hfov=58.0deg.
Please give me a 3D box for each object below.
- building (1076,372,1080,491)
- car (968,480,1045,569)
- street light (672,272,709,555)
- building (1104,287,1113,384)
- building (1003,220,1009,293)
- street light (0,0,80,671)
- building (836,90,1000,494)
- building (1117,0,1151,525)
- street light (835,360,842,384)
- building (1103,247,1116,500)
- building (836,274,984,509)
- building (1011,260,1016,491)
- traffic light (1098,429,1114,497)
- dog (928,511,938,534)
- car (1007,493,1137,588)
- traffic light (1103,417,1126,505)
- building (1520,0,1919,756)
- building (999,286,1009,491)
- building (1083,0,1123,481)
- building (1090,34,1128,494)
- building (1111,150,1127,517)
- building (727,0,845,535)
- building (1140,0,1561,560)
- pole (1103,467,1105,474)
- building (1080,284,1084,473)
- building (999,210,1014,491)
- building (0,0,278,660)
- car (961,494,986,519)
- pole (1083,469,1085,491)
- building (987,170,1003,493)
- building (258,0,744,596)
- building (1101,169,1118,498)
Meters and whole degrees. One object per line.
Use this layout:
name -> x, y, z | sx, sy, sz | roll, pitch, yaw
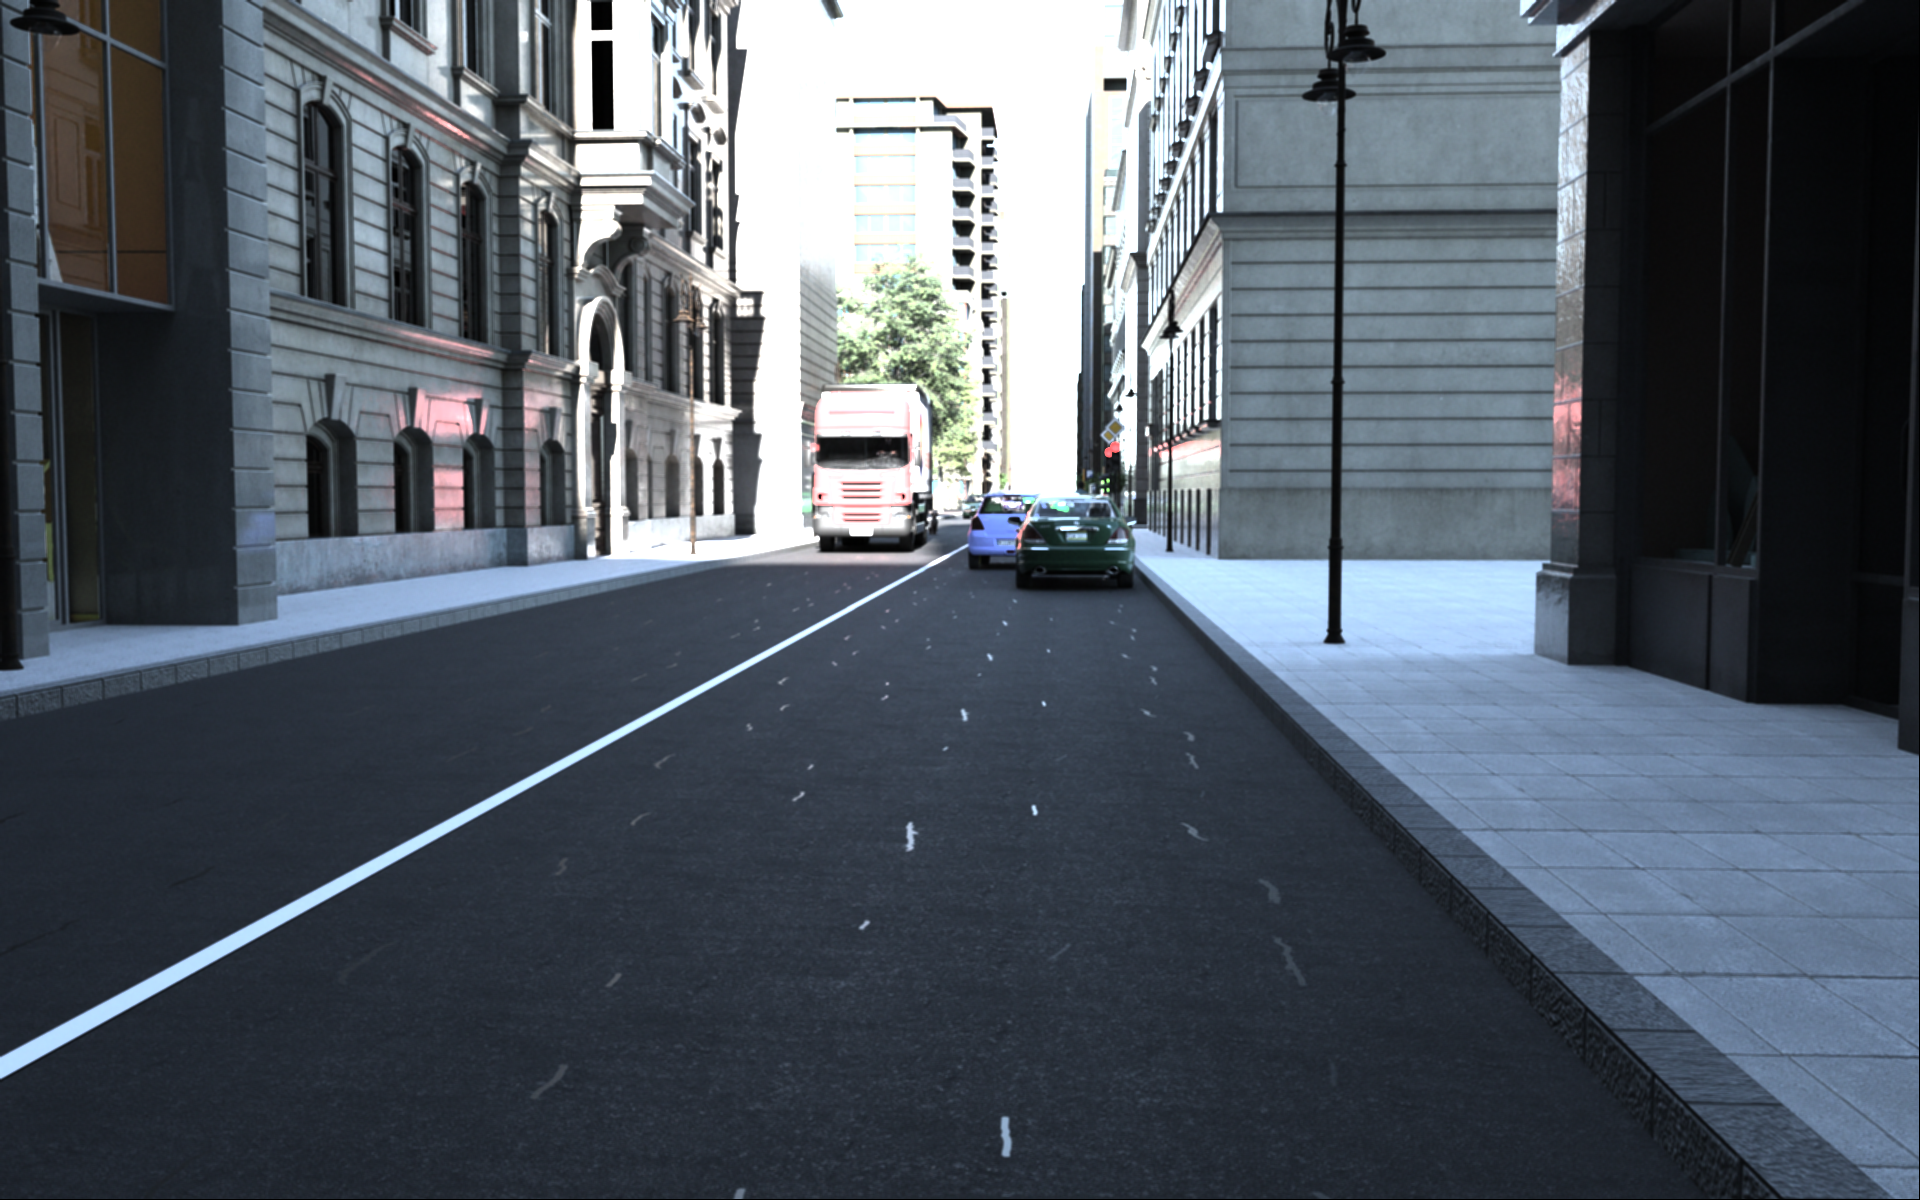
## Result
building -> 31.340, -25.346, 259.445 | 27.650, 21.520, 28.899 | 0, 4, 3
car -> 1.120, -1.517, 34.400 | 1.945, 1.707, 3.694 | 0, 4, 5
street light -> -5.607, -3.881, 36.235 | 0.468, 5.910, 1.993 | 0, 4, 3
building -> 17.237, -18.265, 134.791 | 11.583, 22.565, 21.152 | 0, 4, 3
building -> -0.210, -34.742, 251.618 | 14.154, 41.232, 14.086 | 0, 4, 3
street light -> -6.956, -2.429, 12.498 | 0.468, 5.910, 1.993 | 0, 4, 3
building -> -6.989, -32.766, 190.356 | 22.147, 44.769, 28.867 | 0, 4, 3
building -> 19.610, -17.028, 75.668 | 25.104, 27.353, 12.463 | 0, 4, 3
street light -> -4.192, -5.332, 59.968 | 0.468, 5.910, 1.993 | 0, 4, 3
building -> 14.987, -15.302, 114.813 | 10.561, 19.102, 19.286 | 0, 4, 3
building -> -12.260, -19.412, 162.419 | 27.650, 21.520, 28.899 | 0, 4, 3
building -> 2.316, -37.354, 294.324 | 14.154, 41.232, 14.086 | 0, 4, 3
traffic light -> 6.095, -5.017, 70.950 | 0.839, 4.253, 0.868 | 0, 4, 3
dog -> -0.860, -2.742, 61.662 | 0.513, 0.831, 0.800 | 2, 4, 28
car -> 1.818, -0.985, 27.910 | 2.131, 1.459, 4.920 | 0, 4, 2
traffic light -> 5.624, -4.530, 62.979 | 0.839, 4.253, 0.868 | 0, 4, 3
building -> 8.953, -9.832, 11.662 | 10.553, 20.767, 40.483 | 0, 4, 3
building -> -0.607, -28.481, 237.370 | 14.160, 30.474, 14.107 | 0, 4, 3
building -> 24.248, -39.753, 191.953 | 21.231, 58.520, 28.212 | 0, 4, 3
building -> 19.872, -31.804, 170.108 | 14.600, 45.320, 14.200 | 0, 4, 3
building -> 13.496, -15.102, 96.070 | 9.793, 20.994, 18.267 | 0, 4, 3
building -> -13.547, -12.814, 58.663 | 18.267, 20.994, 9.793 | 0, 4, 3
building -> 13.136, -13.065, 46.896 | 16.112, 22.955, 30.059 | 0, 4, 3
pole -> 10.640, -8.220, 128.245 | 0.158, 3.312, 0.155 | 0, 3, 0
building -> 23.485, -28.492, 237.553 | 14.160, 30.474, 14.107 | 0, 4, 3
building -> 1.484, -38.509, 279.733 | 14.600, 45.320, 14.200 | 0, 4, 3
building -> -13.235, -13.761, 2.494 | 11.434, 29.767, 29.804 | 0, 4, 3
car -> 1.099, -5.573, 100.905 | 2.009, 1.686, 4.222 | 0, 4, 4
pole -> 10.012, -8.938, 139.986 | 0.158, 3.312, 0.155 | 0, 3, 0
building -> -2.387, -32.384, 213.070 | 14.154, 41.232, 14.086 | 0, 4, 3
building -> -12.926, -13.199, 34.890 | 14.460, 24.649, 34.723 | 0, 4, 3
building -> 19.803, -23.510, 156.095 | 14.160, 30.474, 14.107 | 0, 4, 3
